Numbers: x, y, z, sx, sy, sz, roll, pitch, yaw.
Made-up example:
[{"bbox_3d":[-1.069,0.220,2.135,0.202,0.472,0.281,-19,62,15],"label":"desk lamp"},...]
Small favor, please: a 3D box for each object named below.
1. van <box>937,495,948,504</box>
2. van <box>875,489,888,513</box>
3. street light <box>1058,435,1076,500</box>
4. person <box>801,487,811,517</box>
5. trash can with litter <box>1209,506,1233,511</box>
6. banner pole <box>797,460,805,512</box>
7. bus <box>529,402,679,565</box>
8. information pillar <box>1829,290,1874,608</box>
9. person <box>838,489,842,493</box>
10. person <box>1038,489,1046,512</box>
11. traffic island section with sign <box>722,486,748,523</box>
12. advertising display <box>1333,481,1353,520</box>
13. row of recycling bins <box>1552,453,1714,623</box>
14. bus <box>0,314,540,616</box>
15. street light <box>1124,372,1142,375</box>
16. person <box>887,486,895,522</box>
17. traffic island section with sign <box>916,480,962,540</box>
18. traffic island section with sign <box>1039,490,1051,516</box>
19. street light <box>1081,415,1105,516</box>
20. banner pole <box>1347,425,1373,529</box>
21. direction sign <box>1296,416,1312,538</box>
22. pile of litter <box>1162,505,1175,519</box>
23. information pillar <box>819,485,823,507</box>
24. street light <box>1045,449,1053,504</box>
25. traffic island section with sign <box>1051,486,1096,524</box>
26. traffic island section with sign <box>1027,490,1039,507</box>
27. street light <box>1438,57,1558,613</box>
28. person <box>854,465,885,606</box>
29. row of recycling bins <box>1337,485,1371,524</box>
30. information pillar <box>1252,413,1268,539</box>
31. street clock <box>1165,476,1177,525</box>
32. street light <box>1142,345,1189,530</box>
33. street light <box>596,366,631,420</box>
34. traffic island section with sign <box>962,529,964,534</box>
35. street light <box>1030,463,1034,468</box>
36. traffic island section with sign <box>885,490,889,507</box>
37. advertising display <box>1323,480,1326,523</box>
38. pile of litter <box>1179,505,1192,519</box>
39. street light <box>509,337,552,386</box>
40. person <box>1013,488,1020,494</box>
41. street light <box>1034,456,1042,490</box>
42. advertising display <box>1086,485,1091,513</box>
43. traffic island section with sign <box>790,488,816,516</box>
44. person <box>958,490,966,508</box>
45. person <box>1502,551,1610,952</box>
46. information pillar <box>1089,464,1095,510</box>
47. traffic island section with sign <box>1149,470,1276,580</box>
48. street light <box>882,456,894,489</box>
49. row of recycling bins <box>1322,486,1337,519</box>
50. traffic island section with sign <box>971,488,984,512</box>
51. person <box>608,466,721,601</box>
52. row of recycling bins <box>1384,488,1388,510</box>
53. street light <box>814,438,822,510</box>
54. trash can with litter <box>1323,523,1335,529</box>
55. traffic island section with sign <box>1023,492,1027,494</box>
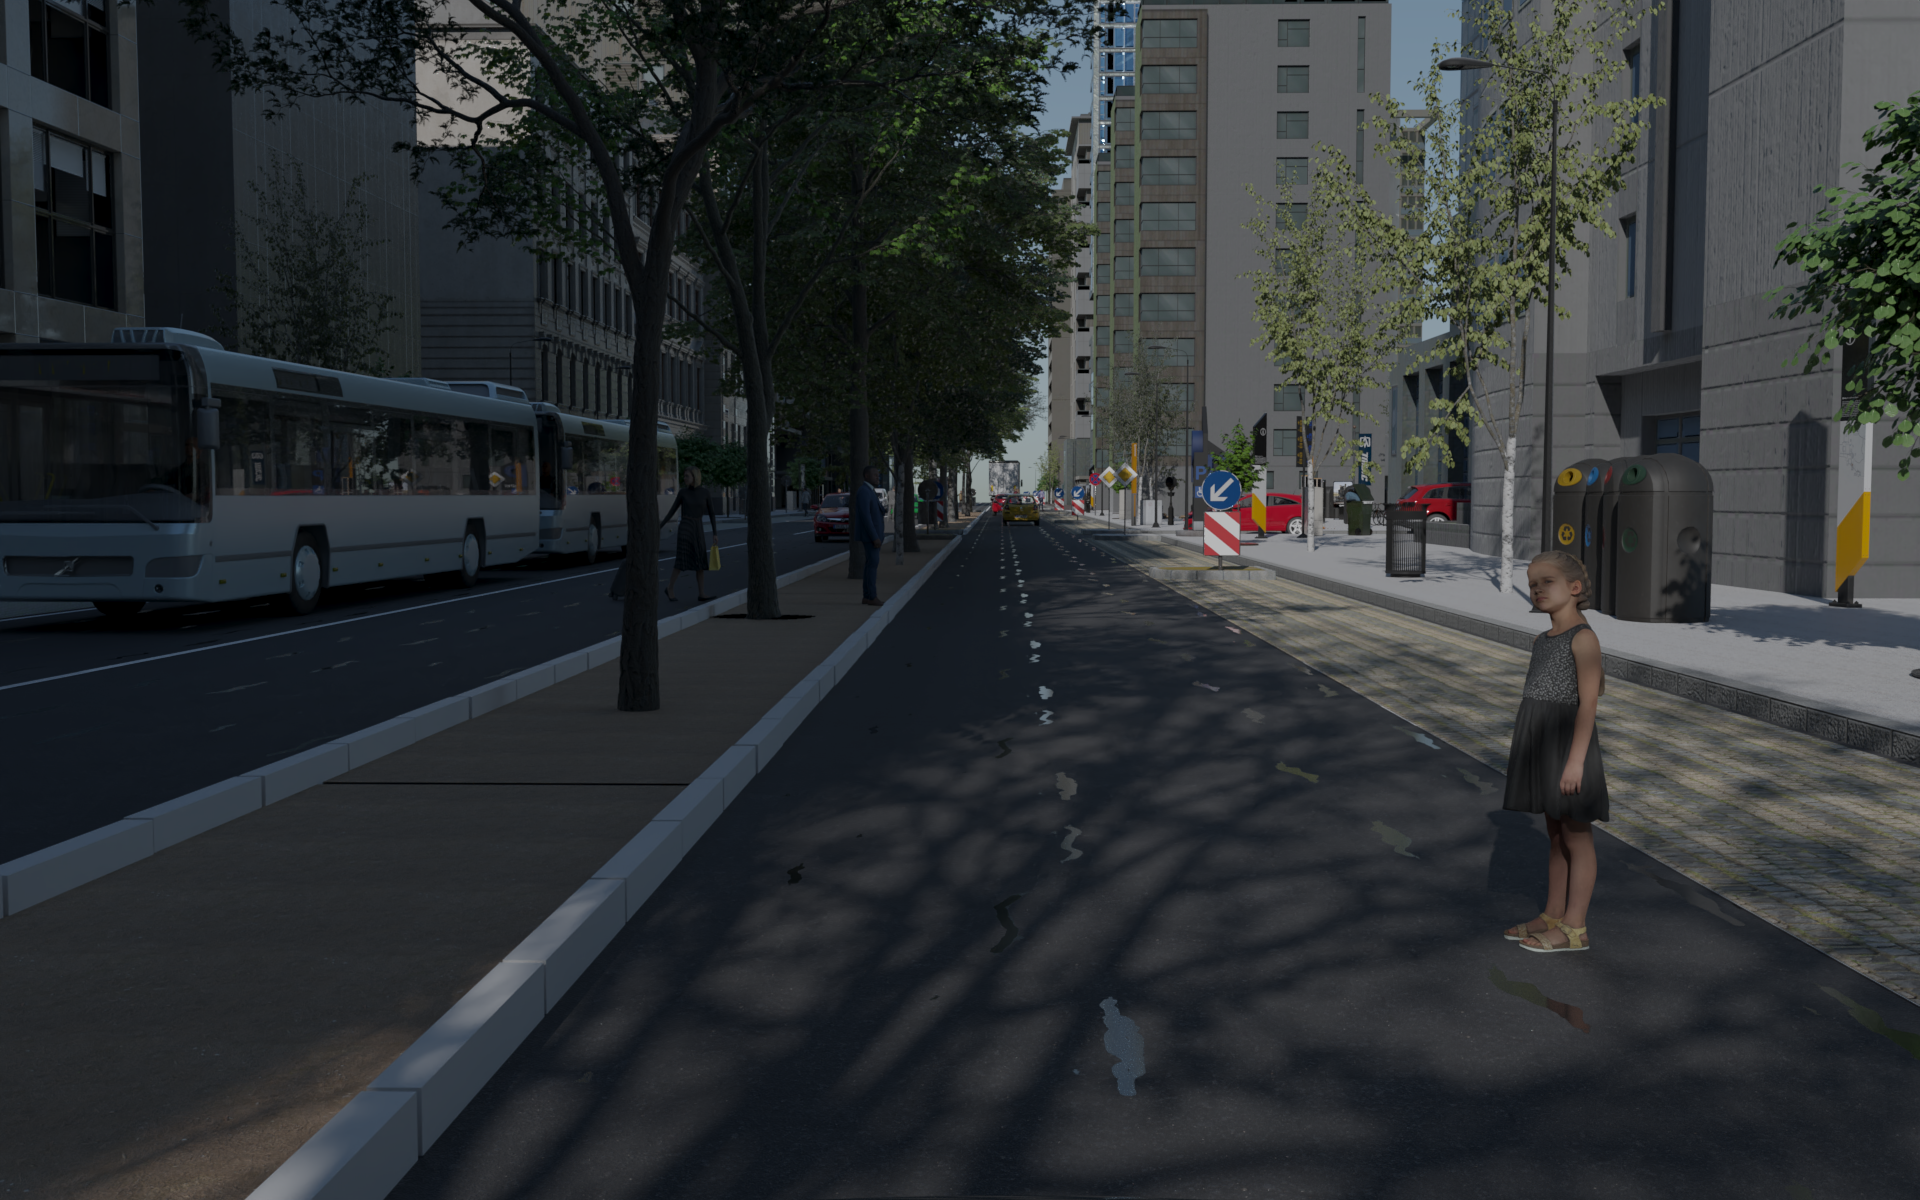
[{"bbox_3d":[-2.719,-15.376,258.412,2.013,2.044,4.112,0,4,2],"label":"van"},{"bbox_3d":[-6.417,-7.587,131.057,2.013,2.044,4.112,0,4,3],"label":"van"},{"bbox_3d":[8.723,-10.341,141.621,1.470,5.913,1.316,0,4,1],"label":"street light"},{"bbox_3d":[-9.512,-6.054,107.324,0.795,1.843,0.661,3,5,42],"label":"person"},{"bbox_3d":[7.252,-2.261,48.352,0.624,1.170,1.055,0,4,-4],"label":"trash can with litter"},{"bbox_3d":[-11.651,-8.396,127.295,0.401,3.779,0.863,3,4,37],"label":"banner pole"},{"bbox_3d":[-8.588,-2.623,37.743,2.948,3.499,13.247,0,4,1],"label":"bus"},{"bbox_3d":[10.067,-1.720,19.484,0.183,3.616,0.504,0,4,-6],"label":"information pillar"},{"bbox_3d":[-7.425,-5.914,105.557,0.716,1.782,0.532,-1,4,-22],"label":"person"},{"bbox_3d":[6.723,-8.154,141.686,0.709,1.838,0.599,2,4,31],"label":"person"},{"bbox_3d":[-10.603,-4.699,85.456,1.989,1.847,2.006,0,4,1],"label":"traffic island section with sign"},{"bbox_3d":[19.000,-4.936,85.921,0.974,1.923,0.123,1,4,22],"label":"advertising display"},{"bbox_3d":[7.294,-0.719,18.861,1.069,1.692,3.534,0,4,6],"label":"row of recycling bins"},{"bbox_3d":[-8.783,-1.733,23.197,2.948,3.499,13.247,0,4,2],"label":"bus"},{"bbox_3d":[6.954,-5.721,66.071,1.470,5.913,1.316,0,4,1],"label":"street light"},{"bbox_3d":[-3.426,-4.867,87.880,0.655,1.846,0.447,2,4,26],"label":"person"},{"bbox_3d":[-1.056,-2.852,54.762,2.006,1.907,1.989,0,4,1],"label":"traffic island section with sign"},{"bbox_3d":[6.250,-6.289,111.445,1.989,1.847,2.006,0,4,1],"label":"traffic island section with sign"},{"bbox_3d":[7.822,-7.905,101.791,1.470,5.913,1.316,0,4,1],"label":"street light"},{"bbox_3d":[14.556,-4.464,63.001,0.863,3.779,0.401,1,4,20],"label":"banner pole"},{"bbox_3d":[10.041,-3.583,50.573,0.379,3.537,0.876,3,5,41],"label":"direction sign"},{"bbox_3d":[10.474,-4.598,89.142,1.176,0.858,1.719,1,4,9],"label":"pile of litter"},{"bbox_3d":[-10.951,-8.085,136.681,0.304,2.012,0.304,0,4,1],"label":"information pillar"},{"bbox_3d":[9.600,-12.535,177.491,1.470,5.913,1.316,0,4,1],"label":"street light"},{"bbox_3d":[5.607,-4.640,84.498,1.989,1.847,2.006,0,4,1],"label":"traffic island section with sign"},{"bbox_3d":[7.455,-9.352,161.529,1.989,1.847,2.006,0,4,1],"label":"traffic island section with sign"},{"bbox_3d":[5.792,-2.817,18.593,1.470,5.913,1.316,0,4,1],"label":"street light"},{"bbox_3d":[-1.152,-0.832,22.292,0.419,1.800,0.721,0,4,-5],"label":"person"},{"bbox_3d":[17.004,-4.114,74.382,1.069,1.692,3.534,0,4,8],"label":"row of recycling bins"},{"bbox_3d":[8.612,-3.572,49.761,0.504,3.616,0.183,-2,4,-34],"label":"information pillar"},{"bbox_3d":[8.674,-4.076,71.214,0.358,2.002,0.471,-3,4,-37],"label":"street clock"},{"bbox_3d":[6.566,-4.995,54.212,1.470,5.913,1.316,0,4,1],"label":"street light"},{"bbox_3d":[-12.624,-5.530,62.957,1.470,5.913,1.316,0,4,1],"label":"street light"},{"bbox_3d":[-0.868,-3.305,62.167,2.006,1.907,1.989,0,4,1],"label":"traffic island section with sign"},{"bbox_3d":[11.729,-17.634,260.848,1.470,5.913,1.316,0,4,1],"label":"street light"},{"bbox_3d":[-8.080,-11.077,189.737,1.989,1.847,2.006,0,4,1],"label":"traffic island section with sign"},{"bbox_3d":[16.293,-4.419,77.463,0.123,1.923,0.974,1,4,12],"label":"advertising display"},{"bbox_3d":[12.073,-4.680,90.483,1.176,0.858,1.719,0,4,-7],"label":"pile of litter"},{"bbox_3d":[-12.797,-4.830,51.505,1.470,5.913,1.316,0,4,1],"label":"street light"},{"bbox_3d":[3.943,-6.812,119.843,0.580,1.828,0.573,2,4,25],"label":"person"},{"bbox_3d":[10.715,-15.417,224.611,1.470,5.913,1.316,0,4,1],"label":"street light"},{"bbox_3d":[8.700,-6.865,117.449,0.123,1.923,0.974,-1,4,-11],"label":"advertising display"},{"bbox_3d":[-9.957,-6.347,112.403,1.989,1.847,2.006,0,4,1],"label":"traffic island section with sign"},{"bbox_3d":[0.119,-10.442,179.328,1.348,1.812,0.705,-1,4,-20],"label":"person"},{"bbox_3d":[1.874,0.471,5.464,0.373,1.253,0.362,0,4,-7],"label":"person"},{"bbox_3d":[10.370,-8.863,136.269,0.504,3.616,0.183,-2,4,-29],"label":"information pillar"},{"bbox_3d":[4.275,-1.288,29.682,1.989,1.847,2.006,0,4,1],"label":"traffic island section with sign"},{"bbox_3d":[-8.943,-14.622,211.618,1.470,5.913,1.316,0,4,1],"label":"street light"},{"bbox_3d":[19.784,-5.216,92.388,1.069,1.692,3.534,0,4,-1],"label":"row of recycling bins"},{"bbox_3d":[0.938,-7.899,137.283,2.006,1.907,1.989,0,4,1],"label":"traffic island section with sign"},{"bbox_3d":[-3.926,-0.892,23.303,1.509,1.804,0.699,2,4,26],"label":"person"},{"bbox_3d":[30.179,-7.051,122.392,1.069,1.692,3.534,1,4,10],"label":"row of recycling bins"},{"bbox_3d":[-10.737,-10.209,139.458,1.470,5.913,1.316,0,4,1],"label":"street light"},{"bbox_3d":[12.508,-3.203,63.429,2.233,1.210,1.678,2,4,23],"label":"trash can with litter"},{"bbox_3d":[8.134,-11.052,189.330,1.989,1.847,2.006,0,4,1],"label":"traffic island section with sign"}]
